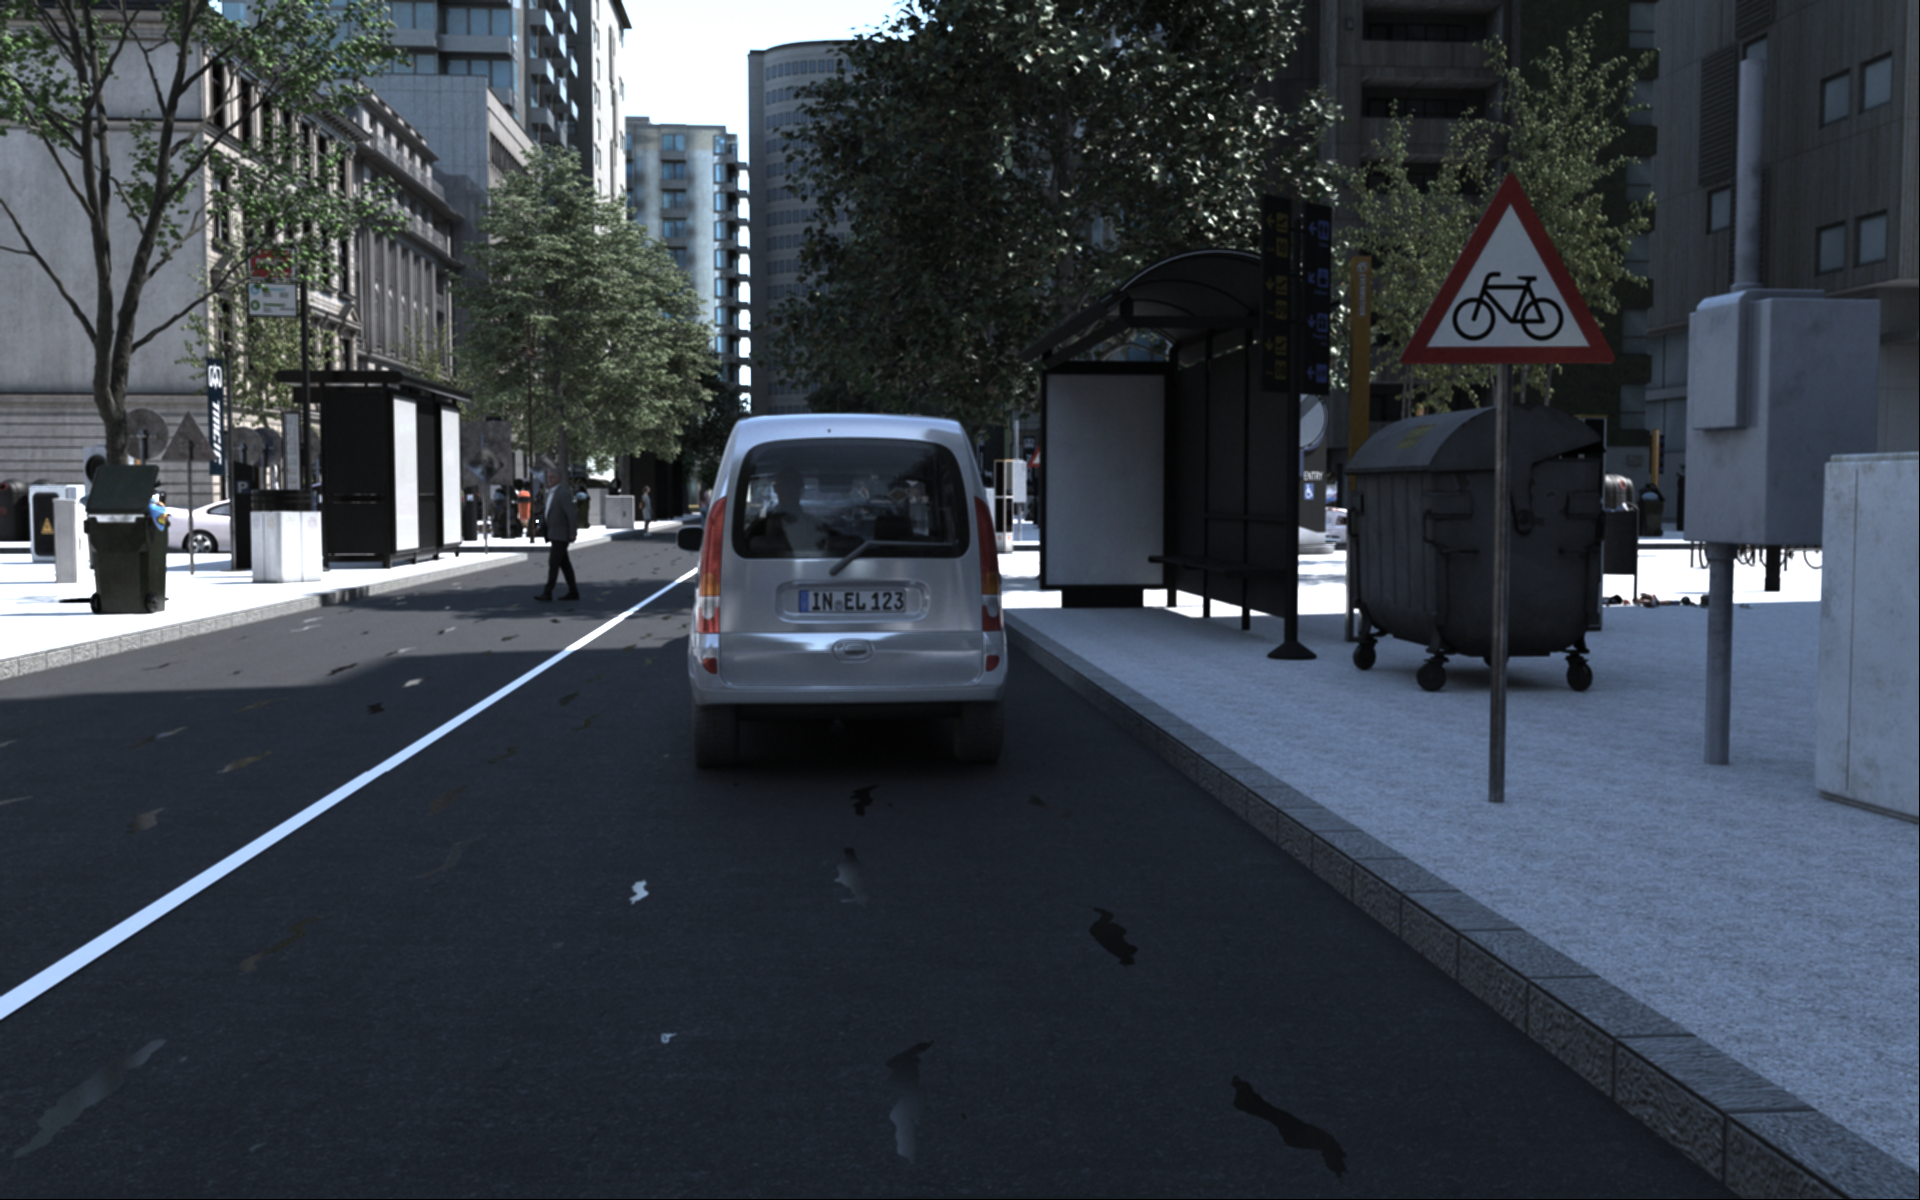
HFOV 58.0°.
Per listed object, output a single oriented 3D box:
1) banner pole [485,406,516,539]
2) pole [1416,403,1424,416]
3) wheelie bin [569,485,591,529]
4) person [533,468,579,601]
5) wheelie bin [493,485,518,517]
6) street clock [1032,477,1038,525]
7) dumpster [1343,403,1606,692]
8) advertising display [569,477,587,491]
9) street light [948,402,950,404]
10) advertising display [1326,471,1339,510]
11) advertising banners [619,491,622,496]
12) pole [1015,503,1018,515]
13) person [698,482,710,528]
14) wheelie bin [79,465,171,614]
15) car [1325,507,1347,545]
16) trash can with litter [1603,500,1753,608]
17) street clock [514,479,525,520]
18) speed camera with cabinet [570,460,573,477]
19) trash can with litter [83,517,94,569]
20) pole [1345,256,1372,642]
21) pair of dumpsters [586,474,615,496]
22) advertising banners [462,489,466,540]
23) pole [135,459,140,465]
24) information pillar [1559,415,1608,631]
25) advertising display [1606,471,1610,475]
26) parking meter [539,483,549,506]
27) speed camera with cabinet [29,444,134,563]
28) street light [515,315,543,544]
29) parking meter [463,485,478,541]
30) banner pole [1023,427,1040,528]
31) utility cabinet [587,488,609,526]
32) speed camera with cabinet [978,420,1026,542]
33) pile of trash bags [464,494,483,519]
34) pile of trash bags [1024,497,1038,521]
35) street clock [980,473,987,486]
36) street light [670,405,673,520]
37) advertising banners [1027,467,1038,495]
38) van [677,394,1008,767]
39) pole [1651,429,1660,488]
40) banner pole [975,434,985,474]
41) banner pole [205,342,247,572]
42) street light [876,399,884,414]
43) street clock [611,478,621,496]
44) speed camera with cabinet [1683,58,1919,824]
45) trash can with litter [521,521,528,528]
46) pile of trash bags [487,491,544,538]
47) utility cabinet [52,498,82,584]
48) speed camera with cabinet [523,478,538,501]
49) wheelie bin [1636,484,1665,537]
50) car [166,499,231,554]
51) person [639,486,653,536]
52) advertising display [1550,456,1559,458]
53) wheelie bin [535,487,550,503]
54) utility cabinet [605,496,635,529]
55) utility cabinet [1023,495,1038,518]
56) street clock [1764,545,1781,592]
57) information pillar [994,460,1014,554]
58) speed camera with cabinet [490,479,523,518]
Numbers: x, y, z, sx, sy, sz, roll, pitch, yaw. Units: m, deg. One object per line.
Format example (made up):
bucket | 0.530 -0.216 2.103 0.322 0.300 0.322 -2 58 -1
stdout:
banner pole | -13.101 -3.625 49.283 0.863 3.779 0.401 0 4 8
pole | 10.297 -2.752 38.842 0.158 3.312 0.155 0 3 0
wheelie bin | -14.035 -3.414 63.728 0.980 1.594 0.693 2 4 35
person | -5.449 -0.875 23.197 0.661 1.777 0.834 3 5 40
wheelie bin | -14.722 -2.952 56.168 0.693 1.594 0.980 1 4 15
street clock | 3.170 -4.151 72.443 0.358 2.002 0.471 -1 4 -12
dumpster | 3.515 -0.377 11.927 1.264 1.857 1.865 0 4 -5
advertising display | -14.463 -3.648 64.866 0.974 1.923 0.123 -2 4 -32
street light | -0.212 -3.879 36.212 0.468 5.910 1.993 0 4 -5
advertising display | 10.091 -2.641 48.387 0.974 1.923 0.123 2 4 24
advertising banners | -18.116 -5.924 93.051 0.090 3.025 2.074 -2 4 -29
pole | 3.467 -6.888 106.463 0.158 3.312 0.155 0 3 0
person | -8.163 -2.883 55.649 0.555 1.821 0.388 2 4 26
wheelie bin | -8.981 -0.659 18.684 0.980 1.594 0.693 0 4 -2
car | 11.153 -1.790 41.629 4.827 1.381 2.083 0 4 -4
trash can with litter | 7.899 -0.543 19.944 2.233 1.210 1.678 3 4 38
street clock | -20.845 -4.732 81.940 0.471 2.002 0.358 0 4 7
speed camera with cabinet | -20.559 -5.991 92.287 0.660 3.252 2.038 1 4 13
trash can with litter | -14.383 -1.112 29.571 1.055 1.170 0.624 1 4 9
pole | 3.445 -1.293 14.976 0.158 3.312 0.155 0 3 0
pair of dumpsters | -17.049 -4.805 81.059 1.574 2.255 4.437 0 4 -5
advertising banners | -13.715 -3.118 47.168 0.090 3.025 2.074 0 4 -5
pole | -24.306 -3.514 51.305 0.158 3.312 0.155 0 3 0
information pillar | 5.829 -0.719 16.256 0.304 2.012 0.304 -1 4 -22
advertising display | 18.163 -2.709 49.499 0.123 1.923 0.974 -1 4 -22
parking meter | -18.774 -4.437 78.257 0.255 1.863 0.399 3 4 37
speed camera with cabinet | -16.395 -2.321 32.286 2.038 3.252 0.660 1 4 20
street light | -11.097 -4.402 44.760 0.468 5.910 1.993 0 4 -5
parking meter | -13.340 -2.370 47.165 0.372 1.533 0.369 0 3 0
banner pole | 2.739 -4.586 64.996 0.863 3.779 0.401 2 4 24
utility cabinet | -15.124 -3.848 71.592 1.173 1.500 0.318 -2 4 -29
speed camera with cabinet | 0.940 -3.225 47.062 0.660 3.252 2.038 -3 4 -38
pile of trash bags | -25.042 -4.824 88.632 1.912 1.369 3.447 0 4 -8
pile of trash bags | 4.508 -4.357 80.987 1.912 1.369 3.447 -2 4 -30
street clock | 0.693 -3.385 59.921 0.358 2.002 0.471 -3 5 -41
street light | -14.547 -6.991 87.090 0.468 5.910 1.993 0 4 -5
advertising banners | 4.238 -6.552 103.317 2.074 3.025 0.090 -3 4 -37
van | -0.739 -0.216 10.536 2.013 2.044 4.112 0 4 -6
pole | 21.908 -3.716 54.601 0.158 3.312 0.155 0 3 0
banner pole | 0.692 -4.361 61.327 0.401 3.779 0.863 2 4 28
banner pole | -12.051 -2.342 28.312 0.401 3.779 0.863 0 4 8
street light | -3.612 -6.401 77.440 0.468 5.910 1.993 0 4 -5
street clock | -15.858 -4.609 79.931 0.471 2.002 0.358 -1 4 -11
speed camera with cabinet | 3.892 -0.796 7.345 0.660 3.252 2.038 0 4 -8
trash can with litter | -16.600 -3.273 64.906 1.055 1.170 0.624 1 4 13
pile of trash bags | -13.191 -2.597 52.218 1.912 1.369 3.447 -1 4 -13
utility cabinet | -12.952 -0.856 25.164 0.306 1.237 1.020 -1 4 -23
speed camera with cabinet | -24.668 -6.283 97.071 2.038 3.252 0.660 1 4 22
wheelie bin | 20.840 -2.715 52.295 0.693 1.594 0.980 0 4 -1
car | -15.360 -1.620 38.853 4.827 1.381 2.083 0 4 -4
person | -10.806 -3.071 59.708 0.522 1.701 0.512 -2 4 -35
advertising display | 7.772 -1.128 23.660 0.974 1.923 0.123 -1 4 -12
wheelie bin | -21.717 -5.022 90.011 0.693 1.594 0.980 -1 4 -22
utility cabinet | -12.440 -3.191 63.328 1.020 1.237 0.306 0 4 -3
utility cabinet | 3.849 -5.085 94.302 0.306 1.237 1.020 3 4 38
street clock | 10.730 -1.116 22.815 0.358 2.002 0.471 2 4 26
information pillar | 0.945 -2.010 37.353 0.304 2.012 0.304 3 5 40
speed camera with cabinet | -21.058 -5.243 80.057 0.660 3.252 2.038 0 4 8
